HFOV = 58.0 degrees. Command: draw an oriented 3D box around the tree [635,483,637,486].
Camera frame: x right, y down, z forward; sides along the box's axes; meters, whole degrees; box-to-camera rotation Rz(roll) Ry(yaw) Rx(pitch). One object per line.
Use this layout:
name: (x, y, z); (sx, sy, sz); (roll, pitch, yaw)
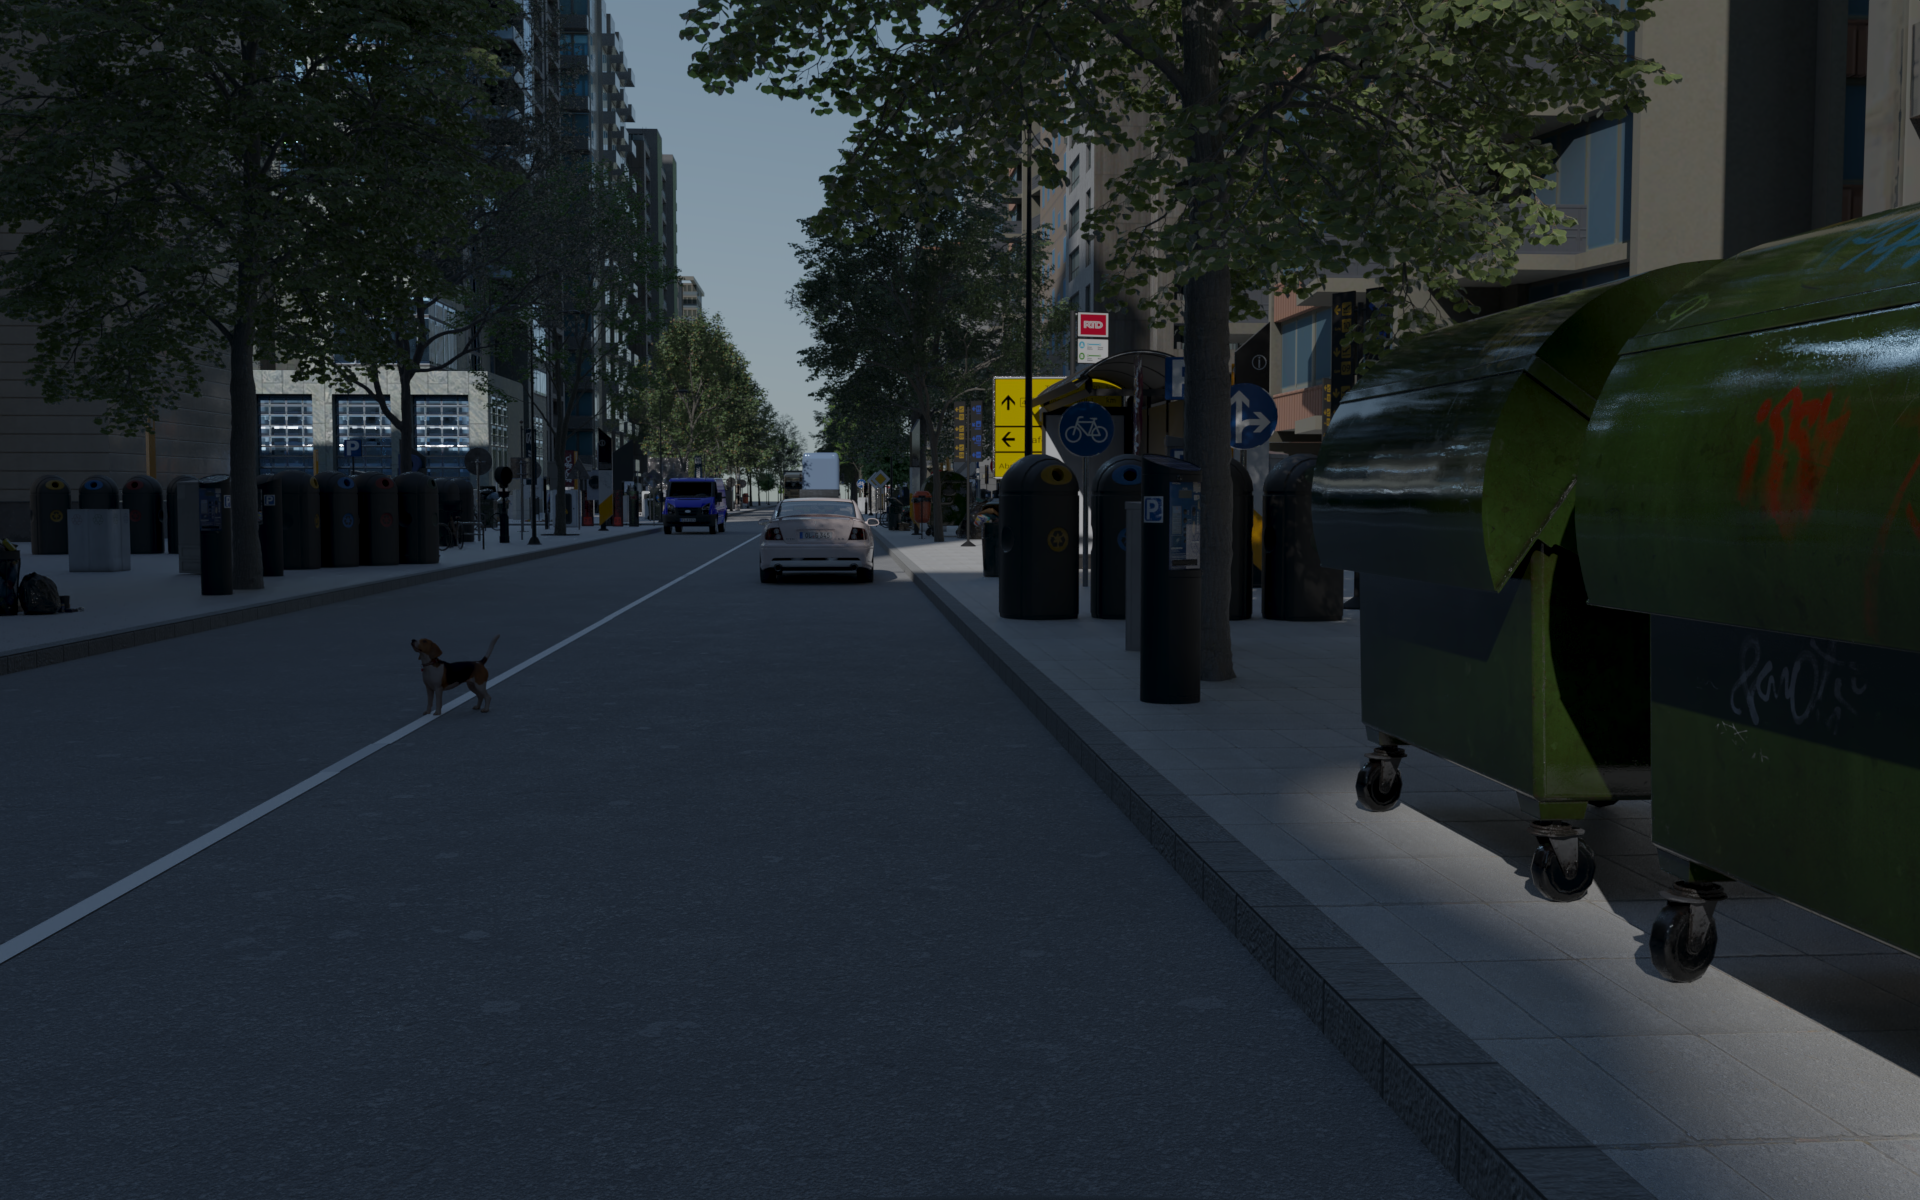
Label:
tree: (-27.623, -9.056, 142.674); (1.663, 3.219, 1.824); (0, 3, 0)

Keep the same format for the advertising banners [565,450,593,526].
advertising banners: (-14.783, -4.443, 68.831); (2.074, 3.025, 0.090); (-1, 4, -11)

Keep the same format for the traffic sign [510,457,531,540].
traffic sign: (-12.208, -2.820, 48.231); (0.606, 2.300, 0.079); (0, 4, 1)

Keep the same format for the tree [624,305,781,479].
tree: (-15.877, -11.535, 105.612); (9.611, 12.733, 9.660); (0, 3, 0)

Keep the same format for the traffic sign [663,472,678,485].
traffic sign: (-12.800, -4.492, 77.080); (0.795, 2.450, 0.064); (0, 4, -4)

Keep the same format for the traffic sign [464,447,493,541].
traffic sign: (-13.094, -2.874, 47.099); (0.768, 2.556, 0.104); (0, 4, 0)

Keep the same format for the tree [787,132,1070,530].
tree: (-1.293, -9.461, 61.346); (9.857, 13.997, 8.962); (0, 3, 0)

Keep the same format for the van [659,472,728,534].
van: (-9.700, -3.614, 63.480); (2.240, 2.365, 5.245); (0, 4, -3)

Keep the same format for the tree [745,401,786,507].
tree: (-21.601, -15.370, 177.048); (9.928, 11.665, 9.643); (0, 3, 0)

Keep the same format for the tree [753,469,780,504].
tree: (-25.185, -14.753, 224.929); (4.285, 4.588, 4.351); (0, 3, 0)

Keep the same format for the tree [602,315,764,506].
tree: (-14.719, -9.586, 91.147); (8.767, 10.594, 7.601); (0, 4, -3)

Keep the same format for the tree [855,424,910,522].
tree: (-3.299, -5.924, 80.564); (4.285, 4.588, 4.351); (0, 3, 0)

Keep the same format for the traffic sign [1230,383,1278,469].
traffic sign: (3.262, -1.214, 19.955); (0.768, 2.556, 0.104); (0, 4, 1)

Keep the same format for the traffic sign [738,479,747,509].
traffic sign: (-18.561, -9.021, 147.604); (0.768, 2.556, 0.104); (0, 4, -3)

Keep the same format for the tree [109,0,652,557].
tree: (-11.289, -7.605, 34.707); (12.009, 13.543, 11.850); (0, 3, 0)

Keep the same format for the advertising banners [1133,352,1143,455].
advertising banners: (2.155, -1.605, 22.428); (0.090, 3.025, 2.074); (0, 4, -4)

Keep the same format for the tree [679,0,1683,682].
tree: (1.532, -5.748, 12.112); (7.486, 12.596, 7.792); (0, 3, 0)

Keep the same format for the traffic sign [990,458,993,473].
traffic sign: (1.328, -3.343, 54.772); (0.768, 2.556, 0.104); (0, 4, 2)

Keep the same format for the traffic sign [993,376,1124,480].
traffic sign: (1.696, -2.206, 29.937); (2.265, 3.308, 0.079); (0, 4, 1)

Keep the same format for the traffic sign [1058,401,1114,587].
traffic sign: (1.737, -1.456, 23.910); (0.768, 2.556, 0.104); (0, 4, 0)

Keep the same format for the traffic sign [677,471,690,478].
traffic sign: (-13.717, -5.178, 85.837); (0.795, 2.450, 0.064); (0, 4, -4)

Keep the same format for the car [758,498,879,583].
car: (-2.408, -1.041, 29.386); (2.083, 1.381, 4.827); (0, 4, -4)

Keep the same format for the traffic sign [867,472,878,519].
traffic sign: (-3.778, -4.530, 77.715); (0.795, 2.450, 0.064); (0, 4, -4)

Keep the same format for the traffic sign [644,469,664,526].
traffic sign: (-12.219, -4.005, 69.116); (0.795, 2.450, 0.064); (0, 4, -4)

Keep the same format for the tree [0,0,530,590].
tree: (-9.224, -6.415, 23.018); (7.486, 12.596, 7.792); (0, 3, 0)

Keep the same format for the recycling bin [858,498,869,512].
recycling bin: (-7.007, -6.909, 125.510); (0.722, 1.027, 0.722); (0, 4, 3)

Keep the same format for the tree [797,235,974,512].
tree: (-4.966, -16.432, 124.558); (12.611, 20.169, 13.585); (0, 3, 0)

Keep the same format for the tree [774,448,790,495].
tree: (-25.483, -17.843, 242.092); (4.360, 8.622, 3.978); (0, 3, 0)

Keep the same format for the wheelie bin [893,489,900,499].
wheelie bin: (-4.081, -6.430, 113.045); (0.693, 1.594, 0.980); (-3, 5, -42)

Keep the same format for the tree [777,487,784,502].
tree: (-30.029, -18.034, 289.463); (1.663, 3.219, 1.824); (0, 3, 0)

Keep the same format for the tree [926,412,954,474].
tree: (-1.392, -11.400, 136.753); (4.360, 8.622, 3.978); (0, 3, 0)

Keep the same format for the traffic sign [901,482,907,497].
traffic sign: (-3.292, -5.834, 97.508); (0.606, 2.300, 0.079); (0, 4, 2)

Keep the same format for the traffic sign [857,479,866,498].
traffic sign: (-8.372, -8.994, 147.157); (0.768, 2.556, 0.104); (0, 4, -3)

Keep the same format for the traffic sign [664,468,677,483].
traffic sign: (-14.387, -5.298, 86.625); (0.884, 2.594, 0.081); (0, 4, -4)

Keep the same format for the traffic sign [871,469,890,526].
traffic sign: (-3.197, -4.043, 69.751); (0.795, 2.450, 0.064); (0, 4, -4)

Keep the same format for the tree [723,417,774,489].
tree: (-17.965, -11.469, 137.885); (4.360, 8.622, 3.978); (0, 3, 0)

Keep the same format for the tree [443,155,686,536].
tree: (-12.238, -7.789, 53.107); (9.928, 11.665, 9.643); (0, 3, 0)

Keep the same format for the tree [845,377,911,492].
tree: (-3.645, -8.589, 90.792); (4.737, 8.622, 4.395); (0, 3, 0)

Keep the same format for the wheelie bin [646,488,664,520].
wheelie bin: (-14.922, -4.708, 84.878); (0.980, 1.594, 0.693); (3, 5, 42)

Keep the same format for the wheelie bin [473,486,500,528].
wheelie bin: (-17.897, -3.534, 65.687); (0.980, 1.594, 0.693); (0, 3, 0)

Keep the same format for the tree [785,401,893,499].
tree: (-9.026, -14.239, 158.558); (9.928, 11.665, 9.643); (0, 3, 0)

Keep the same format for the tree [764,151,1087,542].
tree: (-0.554, -6.856, 46.502); (8.767, 10.594, 7.601); (0, 4, -3)

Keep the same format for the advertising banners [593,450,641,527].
advertising banners: (-13.450, -4.401, 68.141); (2.074, 3.025, 0.090); (2, 4, 23)

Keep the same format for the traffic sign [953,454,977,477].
traffic sign: (0.148, -3.350, 54.879); (0.768, 2.556, 0.104); (0, 4, 4)

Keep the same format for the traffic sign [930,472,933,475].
traffic sign: (-1.137, -5.394, 88.300); (0.768, 2.556, 0.104); (0, 4, 0)

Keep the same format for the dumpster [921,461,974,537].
dumpster: (-0.402, -3.040, 52.193); (1.502, 2.255, 1.985); (0, 4, -4)

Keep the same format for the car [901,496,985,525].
car: (-0.542, -3.766, 73.373); (4.920, 1.459, 2.131); (0, 4, -4)

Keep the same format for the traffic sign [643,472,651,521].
traffic sign: (-14.514, -4.829, 81.085); (0.606, 2.300, 0.079); (0, 4, -3)

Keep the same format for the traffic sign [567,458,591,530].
traffic sign: (-13.675, -3.800, 62.140); (0.884, 2.594, 0.081); (0, 4, 3)

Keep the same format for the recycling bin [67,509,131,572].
recycling bin: (-14.288, -0.991, 28.755); (0.722, 1.027, 0.722); (0, 4, -1)

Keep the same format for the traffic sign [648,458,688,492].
traffic sign: (-16.285, -6.285, 96.628); (2.265, 3.308, 0.079); (0, 4, 1)

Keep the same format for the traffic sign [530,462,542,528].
traffic sign: (-15.974, -3.942, 64.564); (0.768, 2.556, 0.104); (0, 4, 1)

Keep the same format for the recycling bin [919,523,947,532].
recycling bin: (-0.930, -2.859, 59.302); (0.722, 1.027, 0.722); (-2, 4, -35)

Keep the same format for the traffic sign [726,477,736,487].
traffic sign: (-17.142, -7.925, 129.672); (0.768, 2.556, 0.104); (0, 4, 2)
